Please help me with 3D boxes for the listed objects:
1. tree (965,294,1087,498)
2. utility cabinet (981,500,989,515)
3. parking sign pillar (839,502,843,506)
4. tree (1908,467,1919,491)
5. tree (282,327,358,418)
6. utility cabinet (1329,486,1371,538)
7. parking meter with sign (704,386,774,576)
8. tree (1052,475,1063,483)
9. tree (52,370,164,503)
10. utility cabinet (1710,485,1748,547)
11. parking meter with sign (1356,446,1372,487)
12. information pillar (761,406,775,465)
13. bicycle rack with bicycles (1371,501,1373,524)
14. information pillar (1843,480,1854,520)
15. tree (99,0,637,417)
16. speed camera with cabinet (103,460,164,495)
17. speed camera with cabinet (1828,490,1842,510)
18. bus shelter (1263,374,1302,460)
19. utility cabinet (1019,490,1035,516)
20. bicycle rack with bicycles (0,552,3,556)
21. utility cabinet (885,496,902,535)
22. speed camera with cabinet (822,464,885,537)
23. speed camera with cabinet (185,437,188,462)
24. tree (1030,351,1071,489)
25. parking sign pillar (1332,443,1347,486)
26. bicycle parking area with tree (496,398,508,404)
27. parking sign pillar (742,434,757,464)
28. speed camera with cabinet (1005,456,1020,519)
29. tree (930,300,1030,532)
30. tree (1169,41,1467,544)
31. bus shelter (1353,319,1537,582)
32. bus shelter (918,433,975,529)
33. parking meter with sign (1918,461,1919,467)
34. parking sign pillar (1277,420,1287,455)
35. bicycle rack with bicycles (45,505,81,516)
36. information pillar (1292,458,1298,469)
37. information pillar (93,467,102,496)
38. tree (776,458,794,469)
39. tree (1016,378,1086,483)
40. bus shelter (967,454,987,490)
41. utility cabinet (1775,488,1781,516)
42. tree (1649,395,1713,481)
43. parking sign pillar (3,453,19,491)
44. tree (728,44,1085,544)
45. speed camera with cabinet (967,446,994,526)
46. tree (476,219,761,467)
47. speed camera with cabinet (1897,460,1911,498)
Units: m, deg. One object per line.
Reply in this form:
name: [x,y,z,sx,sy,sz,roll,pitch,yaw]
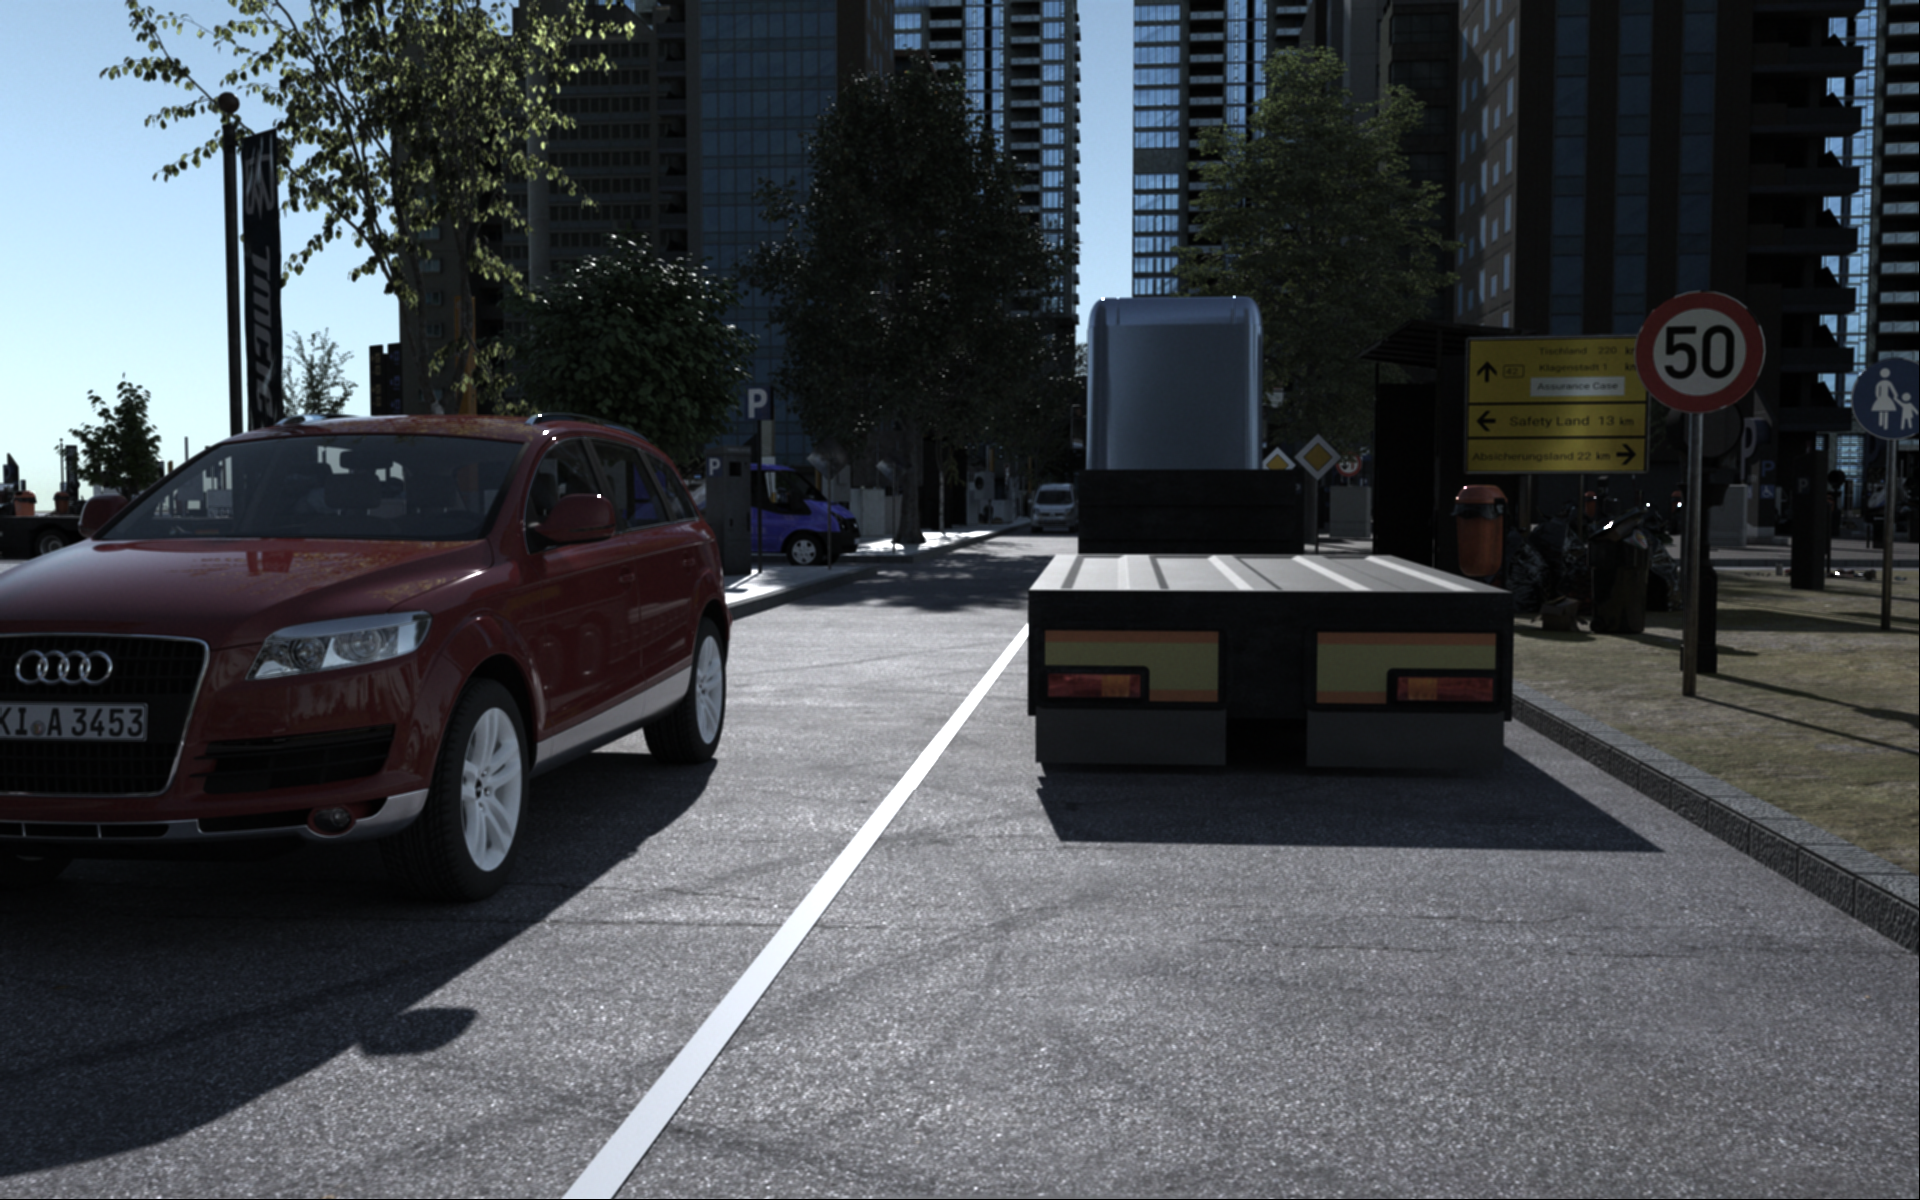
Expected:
tree: [4.764,-11.918,105.230,12.009,13.543,11.850,0,3,0]
utility cabinet: [1.129,-4.406,83.195,1.020,1.237,0.306,0,4,6]
parking sign pillar: [-6.709,-6.331,91.979,1.447,3.967,1.447,2,4,27]
tree: [36.185,-4.270,64.408,1.663,3.219,1.824,0,3,0]
tree: [-28.526,-7.673,75.812,4.737,8.622,4.395,0,3,0]
utility cabinet: [11.250,-2.521,49.894,1.173,1.500,0.318,3,5,42]
parking meter with sign: [-3.695,-1.906,27.423,0.543,3.016,1.738,2,4,32]
tree: [8.733,-9.698,153.171,1.663,3.219,1.824,0,3,0]
tree: [-13.005,-1.993,27.193,1.663,3.219,1.824,0,3,0]
utility cabinet: [18.150,-2.001,41.396,1.173,1.500,0.318,3,5,41]
parking meter with sign: [14.769,-4.098,63.262,0.543,3.016,1.738,1,4,15]
information pillar: [-4.260,-2.881,38.453,0.183,3.616,0.504,-2,4,-35]
bicycle rack with bicycles: [17.924,-3.782,75.214,2.852,0.926,2.925,-3,5,-40]
information pillar: [44.863,-5.074,87.448,0.304,2.012,0.304,-1,4,-15]
tree: [-4.566,-3.921,14.474,4.360,8.622,3.978,0,3,0]
speed camera with cabinet: [-20.779,-3.012,43.585,0.660,3.252,2.038,0,4,3]
speed camera with cabinet: [39.981,-5.256,80.276,0.660,3.252,2.038,-1,4,-9]
bus shelter: [9.471,-4.759,55.440,2.179,5.291,8.768,0,4,6]
utility cabinet: [3.905,-5.707,101.989,1.173,1.500,0.318,-3,5,-43]
bicycle rack with bicycles: [-6.896,0.161,10.743,2.852,0.926,2.925,2,4,25]
utility cabinet: [-2.111,-2.685,55.063,1.020,1.237,0.306,-1,4,-22]
speed camera with cabinet: [-3.185,-3.520,51.885,2.038,3.252,0.660,-3,5,-44]
speed camera with cabinet: [-26.031,-4.020,60.061,2.038,3.252,0.660,0,4,4]
tree: [2.519,-8.072,82.331,4.737,8.622,4.395,0,3,0]
parking sign pillar: [19.548,-6.150,89.032,1.447,3.967,1.447,0,4,-5]
bicycle parking area with tree: [-11.143,-3.927,51.214,8.231,4.147,9.016,1,4,20]
parking sign pillar: [-9.677,-5.505,78.475,1.447,3.967,1.447,2,4,29]
speed camera with cabinet: [2.685,-5.842,89.847,0.660,3.252,2.038,0,4,-4]
tree: [-0.376,-6.609,58.419,4.737,8.622,4.395,0,3,0]
tree: [8.994,-7.735,44.587,7.486,12.596,7.792,0,3,0]
bus shelter: [7.191,-2.137,26.231,1.731,3.624,6.357,0,4,6]
bus shelter: [-0.510,-4.607,66.610,1.731,3.624,6.357,0,4,5]
parking meter with sign: [50.314,-5.755,90.355,0.543,3.016,1.738,2,4,27]
parking sign pillar: [11.402,-4.577,63.302,1.447,3.967,1.447,-1,4,-22]
bicycle rack with bicycles: [-29.373,-2.805,59.242,2.925,0.926,2.852,0,4,8]
information pillar: [19.950,-6.865,103.599,0.504,3.616,0.183,2,4,27]
information pillar: [-52.842,-7.016,106.072,0.504,3.616,0.183,-1,4,-14]
tree: [-9.580,-6.046,93.457,1.663,3.219,1.824,0,3,0]
tree: [7.406,-12.207,134.002,8.767,10.594,7.601,3,5,44]
bus shelter: [0.454,-5.833,89.297,2.014,3.302,5.546,0,4,6]
utility cabinet: [27.240,-3.070,58.865,1.173,1.500,0.318,0,4,0]
tree: [27.615,-7.087,66.235,4.737,8.622,4.395,0,3,0]
parking sign pillar: [-62.389,-7.672,113.915,1.447,3.967,1.447,3,4,38]
tree: [-1.315,-7.814,44.769,9.611,12.733,9.660,0,3,0]
speed camera with cabinet: [0.573,-4.698,71.155,0.660,3.252,2.038,-3,4,-37]
tree: [-4.080,-2.271,20.846,4.285,4.588,4.351,0,3,0]
speed camera with cabinet: [53.527,-6.422,99.339,2.038,3.252,0.660,-1,4,-12]
